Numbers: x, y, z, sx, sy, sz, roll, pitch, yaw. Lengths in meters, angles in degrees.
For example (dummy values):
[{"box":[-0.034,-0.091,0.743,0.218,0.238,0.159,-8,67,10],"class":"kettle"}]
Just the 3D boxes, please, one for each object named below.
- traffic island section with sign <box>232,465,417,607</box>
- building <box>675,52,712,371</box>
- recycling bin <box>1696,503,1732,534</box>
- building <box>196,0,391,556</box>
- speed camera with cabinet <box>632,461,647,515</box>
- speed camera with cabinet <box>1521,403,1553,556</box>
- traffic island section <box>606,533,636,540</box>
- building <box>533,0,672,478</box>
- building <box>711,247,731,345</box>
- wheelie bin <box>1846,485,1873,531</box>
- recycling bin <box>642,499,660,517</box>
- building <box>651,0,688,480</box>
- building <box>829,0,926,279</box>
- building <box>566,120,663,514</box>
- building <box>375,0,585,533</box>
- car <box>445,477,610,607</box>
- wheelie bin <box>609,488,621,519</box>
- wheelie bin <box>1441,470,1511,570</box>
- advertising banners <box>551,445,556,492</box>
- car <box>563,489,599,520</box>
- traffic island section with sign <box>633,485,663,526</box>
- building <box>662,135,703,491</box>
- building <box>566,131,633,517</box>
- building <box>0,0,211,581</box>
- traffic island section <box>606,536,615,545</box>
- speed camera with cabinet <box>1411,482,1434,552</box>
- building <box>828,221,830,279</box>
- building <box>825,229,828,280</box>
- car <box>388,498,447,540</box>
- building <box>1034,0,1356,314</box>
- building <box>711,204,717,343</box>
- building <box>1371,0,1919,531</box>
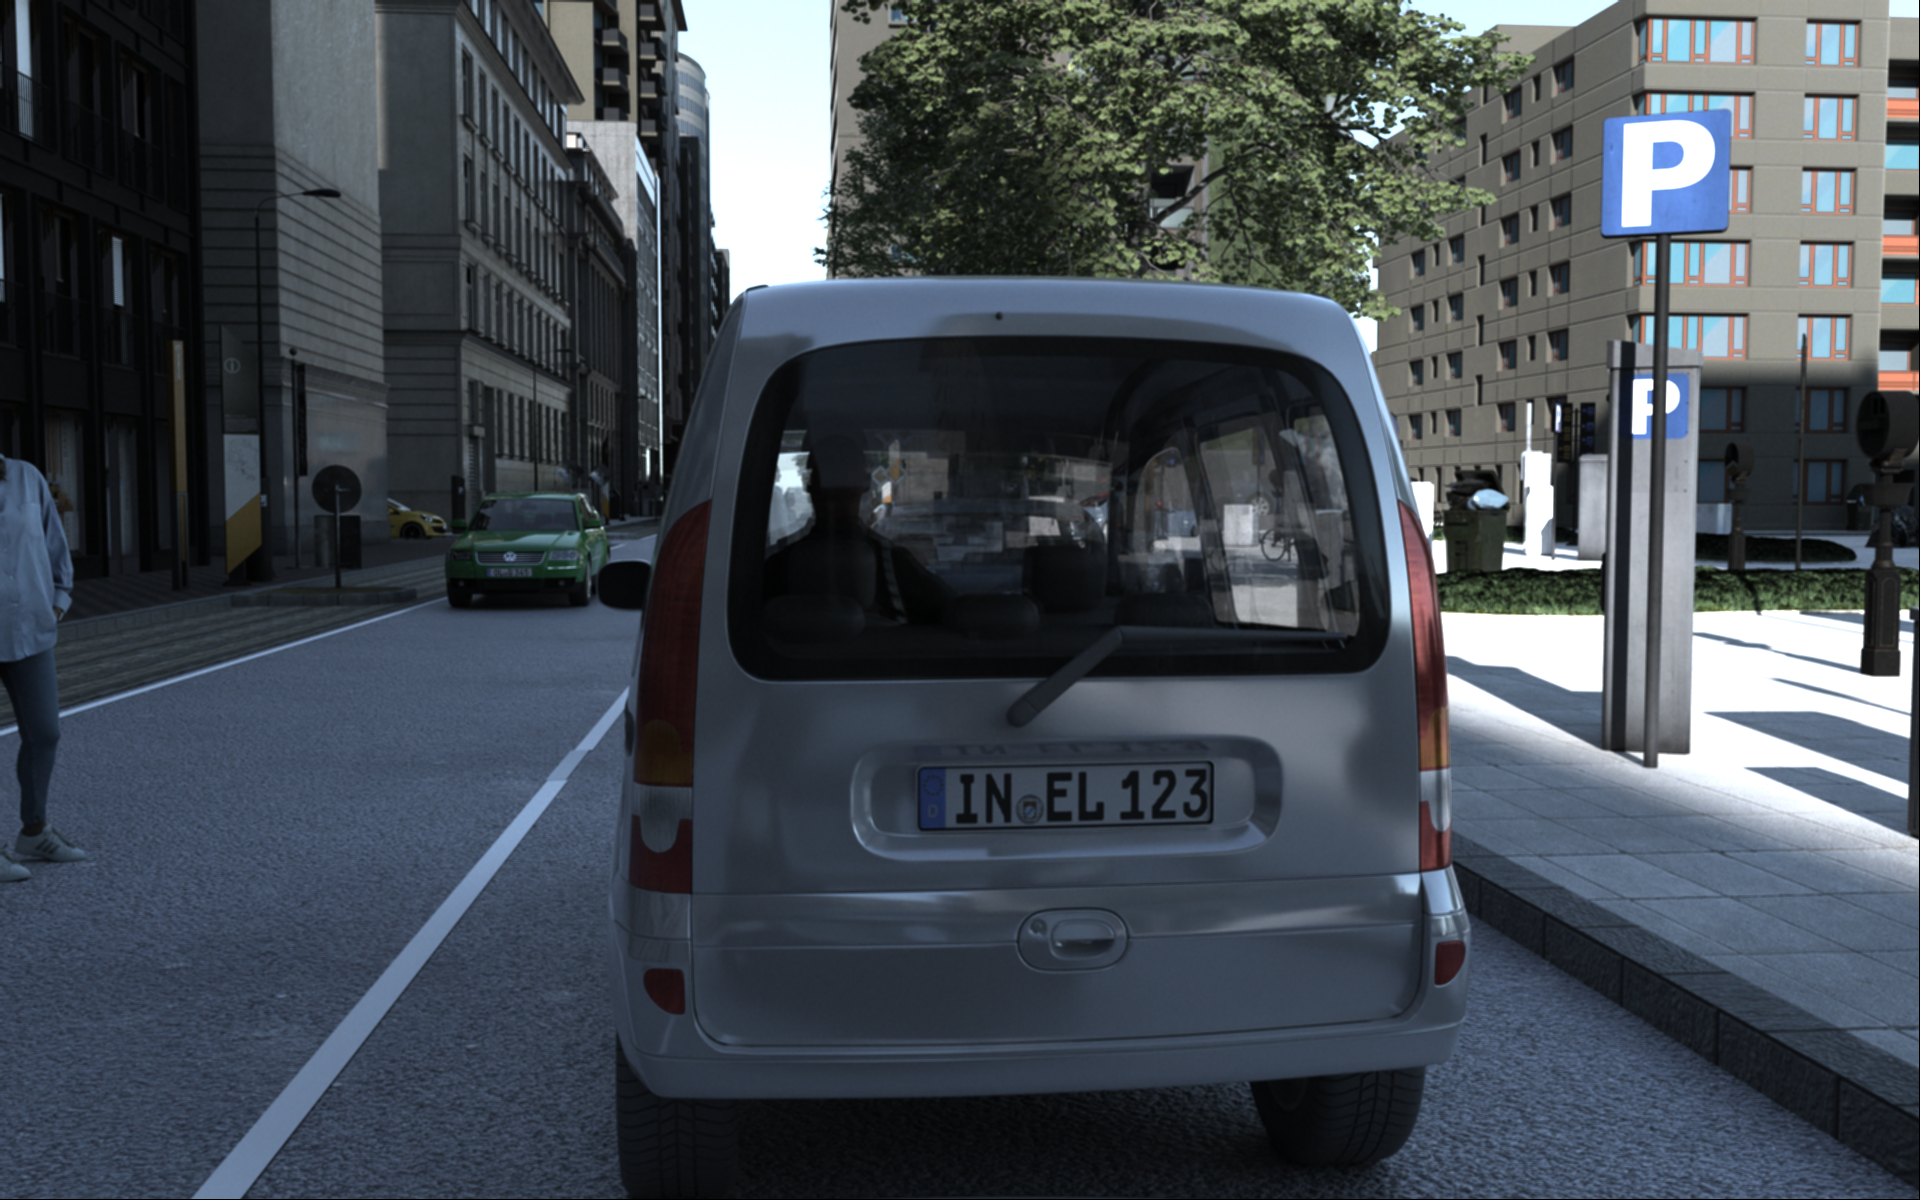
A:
[{"box":[-8.325,-0.875,22.927,1.989,1.847,2.006,0,4,-6],"class":"traffic island section with sign"},{"box":[-43.826,-41.911,227.243,21.231,58.520,28.212,0,4,-6],"class":"building"},{"box":[20.319,-2.094,46.793,0.722,1.027,0.722,-2,4,-34],"class":"recycling bin"},{"box":[-23.348,-11.627,39.258,18.267,20.994,9.793,0,4,-6],"class":"building"},{"box":[-19.397,-6.751,104.707,0.660,3.252,2.038,-1,4,-19],"class":"speed camera with cabinet"},{"box":[12.340,-2.604,36.915,0.660,3.252,2.038,1,4,15],"class":"speed camera with cabinet"},{"box":[-11.507,-2.043,55.678,2.009,0.180,2.903,0,4,-6],"class":"traffic island section"},{"box":[-35.646,-29.849,142.656,22.147,44.769,28.867,0,4,-6],"class":"building"},{"box":[-44.233,-36.446,279.481,14.154,41.232,14.086,0,4,-6],"class":"building"},{"box":[31.045,-3.172,59.768,0.693,1.594,0.980,0,4,-6],"class":"wheelie bin"},{"box":[-17.360,-5.189,97.391,0.722,1.027,0.722,2,4,27],"class":"recycling bin"},{"box":[-41.669,-35.526,170.089,28.713,52.752,27.495,0,4,-6],"class":"building"},{"box":[1.841,-30.408,120.867,21.300,48.544,21.600,0,4,-6],"class":"building"},{"box":[-27.431,-18.437,119.468,12.078,24.808,19.932,0,4,-6],"class":"building"},{"box":[-25.095,-14.504,70.431,16.112,22.955,30.059,0,4,-6],"class":"building"},{"box":[-5.782,-0.897,23.460,1.959,1.807,4.718,0,4,-7],"class":"car"},{"box":[-17.568,-4.897,87.981,0.693,1.594,0.980,-1,4,-9],"class":"wheelie bin"},{"box":[6.788,-0.910,22.794,0.693,1.594,0.980,-3,4,-36],"class":"wheelie bin"},{"box":[-14.241,-3.947,60.728,0.090,3.025,2.074,-1,4,-9],"class":"advertising banners"},{"box":[-10.041,-2.103,43.185,1.959,1.807,4.718,0,4,-5],"class":"car"},{"box":[-13.733,-4.271,78.466,1.989,1.847,2.006,0,4,-6],"class":"traffic island section with sign"},{"box":[-35.949,-31.086,191.844,14.154,41.232,14.086,0,4,-6],"class":"building"},{"box":[-26.150,-15.639,97.495,13.314,21.916,24.055,0,4,-6],"class":"building"},{"box":[-18.854,-11.765,22.033,12.332,23.373,15.834,0,4,-6],"class":"building"},{"box":[-10.734,-1.557,47.730,2.009,0.180,2.903,0,4,-6],"class":"traffic island section"},{"box":[5.722,-1.858,24.722,2.038,3.252,0.660,3,5,45],"class":"speed camera with cabinet"},{"box":[-12.407,-34.947,254.981,14.154,41.232,14.086,0,4,-6],"class":"building"},{"box":[-10.315,-38.042,276.613,22.147,44.769,28.867,0,4,-6],"class":"building"},{"box":[-17.265,-2.509,51.241,3.980,1.641,2.015,0,4,-6],"class":"car"},{"box":[6.119,-23.357,65.478,14.086,41.232,14.154,0,4,-6],"class":"building"},{"box":[-47.518,-38.959,256.591,23.786,49.044,30.456,0,4,-6],"class":"building"},{"box":[36.260,-14.012,74.139,28.899,21.520,27.650,0,4,-6],"class":"building"}]
